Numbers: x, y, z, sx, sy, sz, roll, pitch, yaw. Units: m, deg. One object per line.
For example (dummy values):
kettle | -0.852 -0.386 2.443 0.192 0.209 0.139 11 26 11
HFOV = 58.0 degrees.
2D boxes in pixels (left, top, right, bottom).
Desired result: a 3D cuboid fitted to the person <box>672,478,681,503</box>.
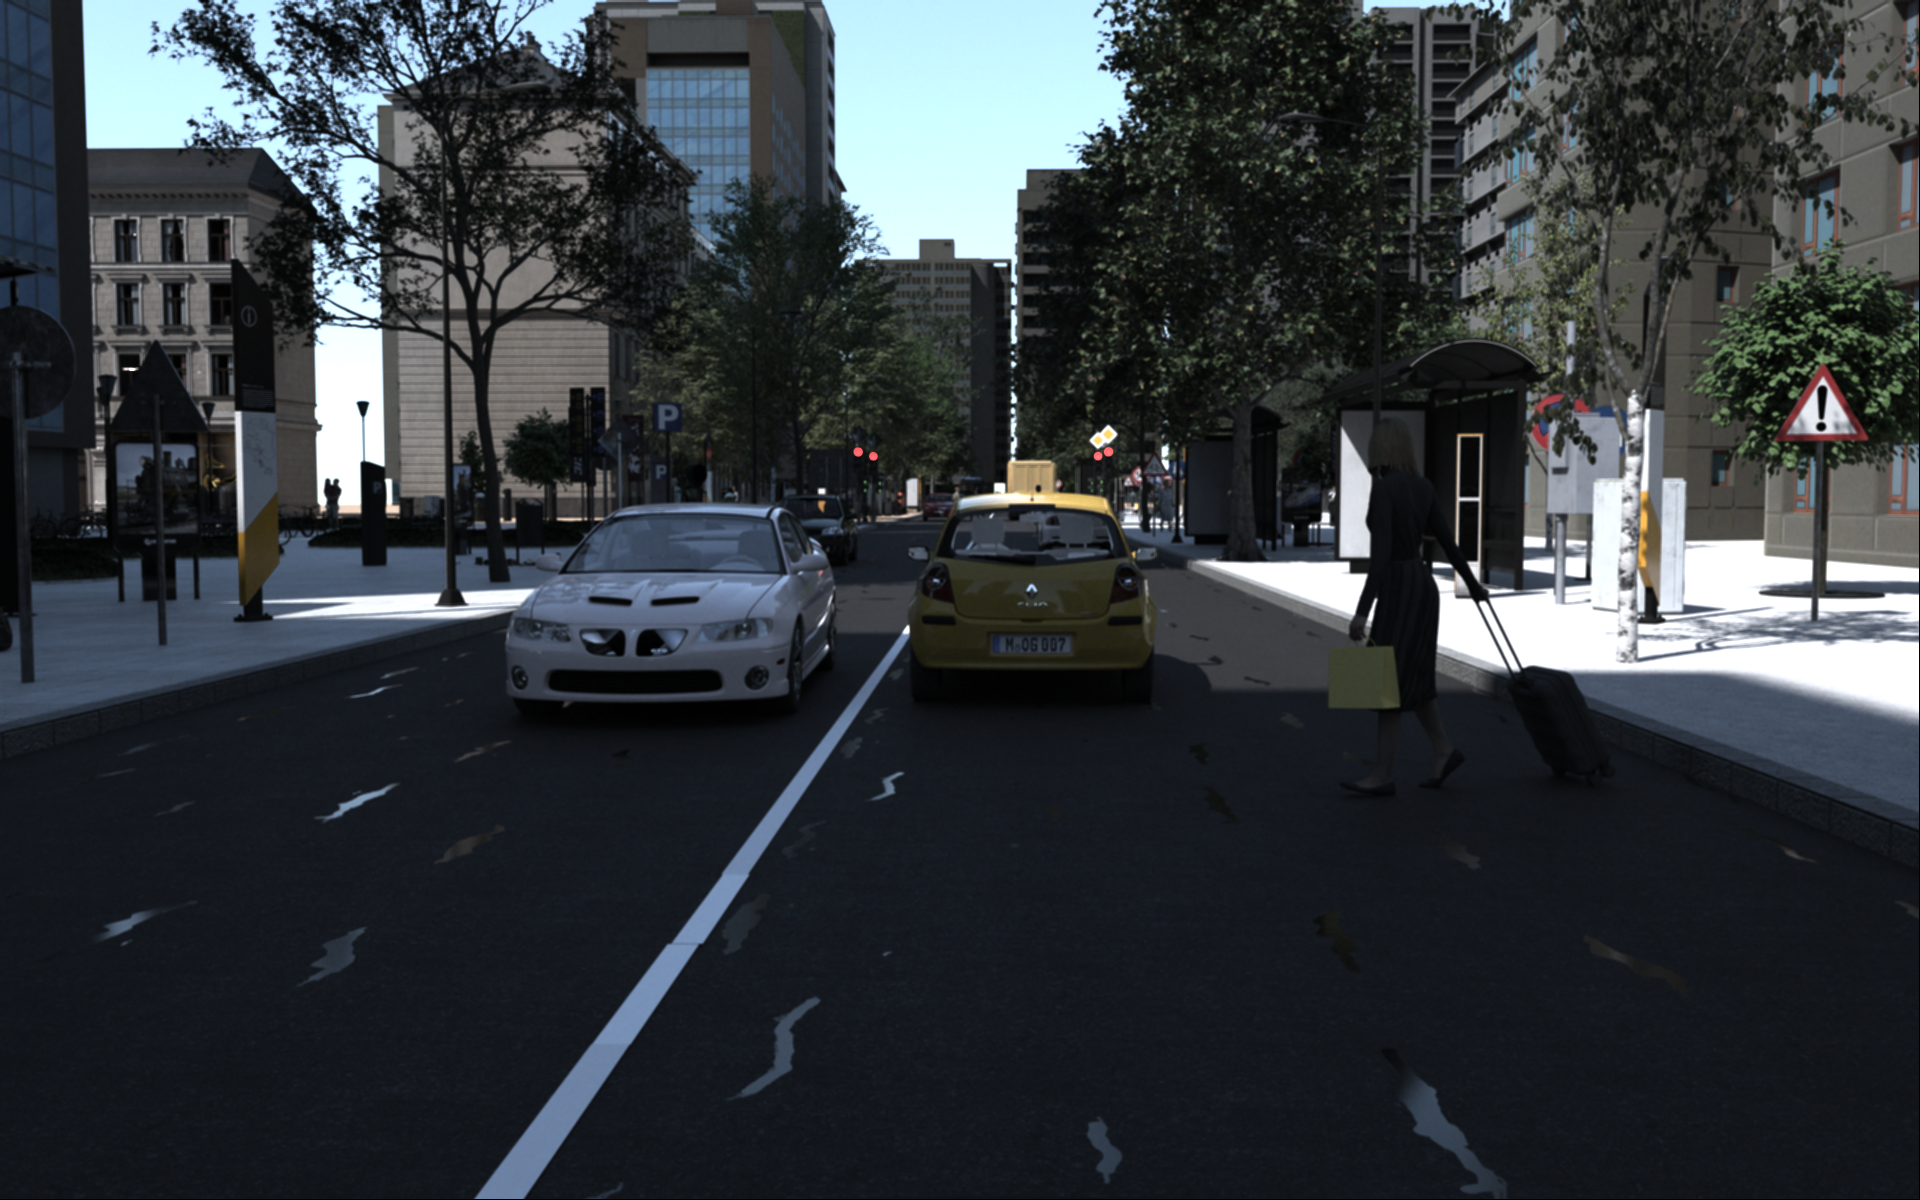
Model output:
person | -8.538 -2.783 52.028 0.515 1.767 0.782 -2 4 -33

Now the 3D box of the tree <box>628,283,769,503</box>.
tree | -14.038 -10.676 92.683 7.486 12.596 7.792 0 3 0

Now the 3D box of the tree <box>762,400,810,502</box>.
tree | -13.906 -10.604 123.734 4.360 8.622 3.978 0 3 0

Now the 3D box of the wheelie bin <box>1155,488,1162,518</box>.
wheelie bin | 10.818 -5.212 93.126 0.693 1.594 0.980 3 5 40

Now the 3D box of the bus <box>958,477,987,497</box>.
bus | 1.266 -11.737 186.754 2.948 3.499 13.247 0 4 0

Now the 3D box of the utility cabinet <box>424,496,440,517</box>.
utility cabinet | -20.389 -3.411 66.925 0.306 1.237 1.020 -2 4 -34

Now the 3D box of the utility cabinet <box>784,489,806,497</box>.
utility cabinet | -7.524 -4.299 78.973 0.318 1.500 1.173 2 4 35

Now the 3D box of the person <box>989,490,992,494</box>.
person | 2.855 -9.184 158.671 1.348 1.822 0.705 2 4 31

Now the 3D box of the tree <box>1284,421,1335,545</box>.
tree | 8.800 -2.993 43.542 1.663 3.219 1.824 0 3 0

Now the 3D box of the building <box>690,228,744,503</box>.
building | -22.184 -16.565 125.595 10.420 20.320 16.860 0 4 2

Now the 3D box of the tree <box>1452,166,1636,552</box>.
tree | 13.092 -5.390 38.489 4.737 8.622 4.395 0 3 0

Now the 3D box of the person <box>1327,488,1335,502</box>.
person | 17.588 -4.595 81.274 0.679 1.850 0.850 0 4 6

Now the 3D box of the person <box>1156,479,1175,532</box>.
person | 7.051 -3.222 59.073 0.694 1.780 0.624 0 4 -1

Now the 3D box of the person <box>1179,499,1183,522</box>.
person | 10.369 -4.265 80.053 0.640 1.303 0.475 0 4 -1

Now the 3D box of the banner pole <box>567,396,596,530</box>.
banner pole | -9.593 -3.311 44.146 0.863 3.779 0.401 -3 4 -38

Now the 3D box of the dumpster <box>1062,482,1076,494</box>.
dumpster | 9.079 -8.466 140.905 1.502 2.255 1.985 0 4 1

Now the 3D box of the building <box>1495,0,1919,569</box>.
building | 30.642 -11.969 40.734 27.650 21.520 28.899 0 4 2

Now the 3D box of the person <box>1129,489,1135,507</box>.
person | 16.811 -9.982 169.333 0.705 1.814 1.350 -1 4 -21

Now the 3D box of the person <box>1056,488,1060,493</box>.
person | 8.453 -8.820 150.260 0.555 1.821 0.388 -3 5 -39

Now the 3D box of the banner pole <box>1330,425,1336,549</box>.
banner pole | 8.841 -3.097 40.659 0.401 3.779 0.863 -1 4 -9

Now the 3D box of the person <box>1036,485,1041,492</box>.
person | 2.623 -2.943 57.363 0.466 1.731 0.760 -2 4 -34

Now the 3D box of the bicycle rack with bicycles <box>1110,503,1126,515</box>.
bicycle rack with bicycles | 8.066 -5.190 98.234 2.925 0.926 2.852 0 4 1

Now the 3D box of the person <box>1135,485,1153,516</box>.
person | 10.392 -5.583 97.543 0.699 1.804 1.509 -1 4 -11

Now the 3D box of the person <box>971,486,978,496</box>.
person | 0.869 -5.150 92.476 0.755 1.850 0.659 3 4 36

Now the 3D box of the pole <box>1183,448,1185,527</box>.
pole | 8.806 -4.510 67.579 0.158 3.312 0.155 0 3 0

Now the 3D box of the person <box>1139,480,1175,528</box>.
person | 7.465 -3.600 65.114 1.509 1.804 0.699 -1 4 -14

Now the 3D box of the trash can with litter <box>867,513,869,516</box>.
trash can with litter | -5.204 -5.547 101.748 1.678 1.210 2.233 0 4 -1

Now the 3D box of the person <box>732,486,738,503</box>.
person | -11.518 -4.973 88.351 0.512 1.701 0.522 1 4 20

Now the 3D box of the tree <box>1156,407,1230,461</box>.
tree | 20.236 -13.823 144.132 7.486 12.596 7.792 0 3 0

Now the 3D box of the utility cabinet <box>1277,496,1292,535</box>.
utility cabinet | 10.300 -2.699 55.288 0.306 1.237 1.020 2 4 28

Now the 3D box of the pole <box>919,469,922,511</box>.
pole | -2.940 -8.242 128.595 0.158 3.312 0.155 0 3 0

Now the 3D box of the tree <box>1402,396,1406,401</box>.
tree | 13.132 -4.222 52.740 4.285 4.588 4.351 0 3 0

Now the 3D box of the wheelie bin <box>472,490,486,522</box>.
wheelie bin | -22.168 -4.403 79.892 0.980 1.594 0.693 3 5 41

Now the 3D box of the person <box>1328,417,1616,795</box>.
person | 2.471 0.021 8.372 1.509 1.804 0.699 -1 4 -10

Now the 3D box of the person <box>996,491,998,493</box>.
person | 4.112 -11.403 194.898 0.705 1.831 1.348 -2 4 -35

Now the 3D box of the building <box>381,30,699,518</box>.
building | -24.002 -18.782 104.346 12.463 27.353 25.104 0 4 2

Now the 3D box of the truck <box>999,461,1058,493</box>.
truck | 4.033 -6.309 99.084 3.469 3.379 9.791 0 4 1

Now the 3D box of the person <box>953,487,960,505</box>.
person | -0.095 -4.382 80.702 0.362 1.759 0.519 -2 4 -35

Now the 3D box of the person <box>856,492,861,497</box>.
person | -8.843 -9.070 155.052 1.217 1.736 0.721 2 4 23

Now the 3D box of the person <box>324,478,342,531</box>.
person | -21.396 -3.240 58.992 0.580 1.828 0.573 -3 5 -41

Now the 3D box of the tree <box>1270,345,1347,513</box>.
tree | 25.214 -12.945 118.306 9.857 13.997 8.962 0 3 0

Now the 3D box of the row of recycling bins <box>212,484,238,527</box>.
row of recycling bins | -29.074 -3.847 70.004 1.069 1.692 3.534 0 4 -6

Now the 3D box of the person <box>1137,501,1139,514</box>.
person | 11.774 -6.476 112.167 0.529 1.795 0.600 3 5 41

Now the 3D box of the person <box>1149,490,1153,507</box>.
person | 17.349 -9.093 156.178 0.593 1.643 0.415 -1 4 -11

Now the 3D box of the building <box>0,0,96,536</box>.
building | -34.503 -24.254 46.661 14.200 45.320 14.600 0 4 2

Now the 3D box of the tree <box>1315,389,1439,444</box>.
tree | 25.859 -10.520 106.416 8.767 10.594 7.601 0 4 -1

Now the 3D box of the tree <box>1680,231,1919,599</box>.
tree | 10.868 -2.335 21.893 4.285 4.588 4.351 0 3 0

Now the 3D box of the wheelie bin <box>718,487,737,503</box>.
wheelie bin | -11.085 -4.566 82.557 0.980 1.594 0.693 2 4 34

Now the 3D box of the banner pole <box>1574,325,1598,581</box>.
banner pole | 9.437 -2.198 25.957 0.401 3.779 0.863 1 4 15

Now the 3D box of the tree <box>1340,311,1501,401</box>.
tree | 26.065 -10.346 94.908 9.928 11.665 9.643 0 3 0

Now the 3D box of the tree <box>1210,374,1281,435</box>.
tree | 21.814 -12.816 135.289 9.928 11.665 9.643 0 3 0

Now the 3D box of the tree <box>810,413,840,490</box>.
tree | -11.800 -11.142 132.535 4.360 8.622 3.978 0 3 0

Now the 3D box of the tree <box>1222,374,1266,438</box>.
tree | 16.857 -8.747 93.380 4.360 8.622 3.978 0 3 0

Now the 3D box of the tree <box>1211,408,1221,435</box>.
tree | 17.095 -9.135 99.722 4.360 8.622 3.978 0 3 0

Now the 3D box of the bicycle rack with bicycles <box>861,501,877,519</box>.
bicycle rack with bicycles | -5.726 -4.715 90.464 2.925 0.926 2.852 -2 4 -25

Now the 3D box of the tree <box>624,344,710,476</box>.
tree | -14.169 -8.142 83.484 4.360 8.622 3.978 0 3 0

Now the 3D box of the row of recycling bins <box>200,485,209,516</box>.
row of recycling bins | -35.542 -4.457 79.991 3.534 1.692 1.069 -1 4 -14

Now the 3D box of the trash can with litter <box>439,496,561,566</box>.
trash can with litter | -8.096 -1.243 31.384 2.233 1.210 1.678 1 4 14

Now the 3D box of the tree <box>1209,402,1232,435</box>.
tree | 18.365 -10.889 128.394 4.737 8.622 4.395 0 3 0
